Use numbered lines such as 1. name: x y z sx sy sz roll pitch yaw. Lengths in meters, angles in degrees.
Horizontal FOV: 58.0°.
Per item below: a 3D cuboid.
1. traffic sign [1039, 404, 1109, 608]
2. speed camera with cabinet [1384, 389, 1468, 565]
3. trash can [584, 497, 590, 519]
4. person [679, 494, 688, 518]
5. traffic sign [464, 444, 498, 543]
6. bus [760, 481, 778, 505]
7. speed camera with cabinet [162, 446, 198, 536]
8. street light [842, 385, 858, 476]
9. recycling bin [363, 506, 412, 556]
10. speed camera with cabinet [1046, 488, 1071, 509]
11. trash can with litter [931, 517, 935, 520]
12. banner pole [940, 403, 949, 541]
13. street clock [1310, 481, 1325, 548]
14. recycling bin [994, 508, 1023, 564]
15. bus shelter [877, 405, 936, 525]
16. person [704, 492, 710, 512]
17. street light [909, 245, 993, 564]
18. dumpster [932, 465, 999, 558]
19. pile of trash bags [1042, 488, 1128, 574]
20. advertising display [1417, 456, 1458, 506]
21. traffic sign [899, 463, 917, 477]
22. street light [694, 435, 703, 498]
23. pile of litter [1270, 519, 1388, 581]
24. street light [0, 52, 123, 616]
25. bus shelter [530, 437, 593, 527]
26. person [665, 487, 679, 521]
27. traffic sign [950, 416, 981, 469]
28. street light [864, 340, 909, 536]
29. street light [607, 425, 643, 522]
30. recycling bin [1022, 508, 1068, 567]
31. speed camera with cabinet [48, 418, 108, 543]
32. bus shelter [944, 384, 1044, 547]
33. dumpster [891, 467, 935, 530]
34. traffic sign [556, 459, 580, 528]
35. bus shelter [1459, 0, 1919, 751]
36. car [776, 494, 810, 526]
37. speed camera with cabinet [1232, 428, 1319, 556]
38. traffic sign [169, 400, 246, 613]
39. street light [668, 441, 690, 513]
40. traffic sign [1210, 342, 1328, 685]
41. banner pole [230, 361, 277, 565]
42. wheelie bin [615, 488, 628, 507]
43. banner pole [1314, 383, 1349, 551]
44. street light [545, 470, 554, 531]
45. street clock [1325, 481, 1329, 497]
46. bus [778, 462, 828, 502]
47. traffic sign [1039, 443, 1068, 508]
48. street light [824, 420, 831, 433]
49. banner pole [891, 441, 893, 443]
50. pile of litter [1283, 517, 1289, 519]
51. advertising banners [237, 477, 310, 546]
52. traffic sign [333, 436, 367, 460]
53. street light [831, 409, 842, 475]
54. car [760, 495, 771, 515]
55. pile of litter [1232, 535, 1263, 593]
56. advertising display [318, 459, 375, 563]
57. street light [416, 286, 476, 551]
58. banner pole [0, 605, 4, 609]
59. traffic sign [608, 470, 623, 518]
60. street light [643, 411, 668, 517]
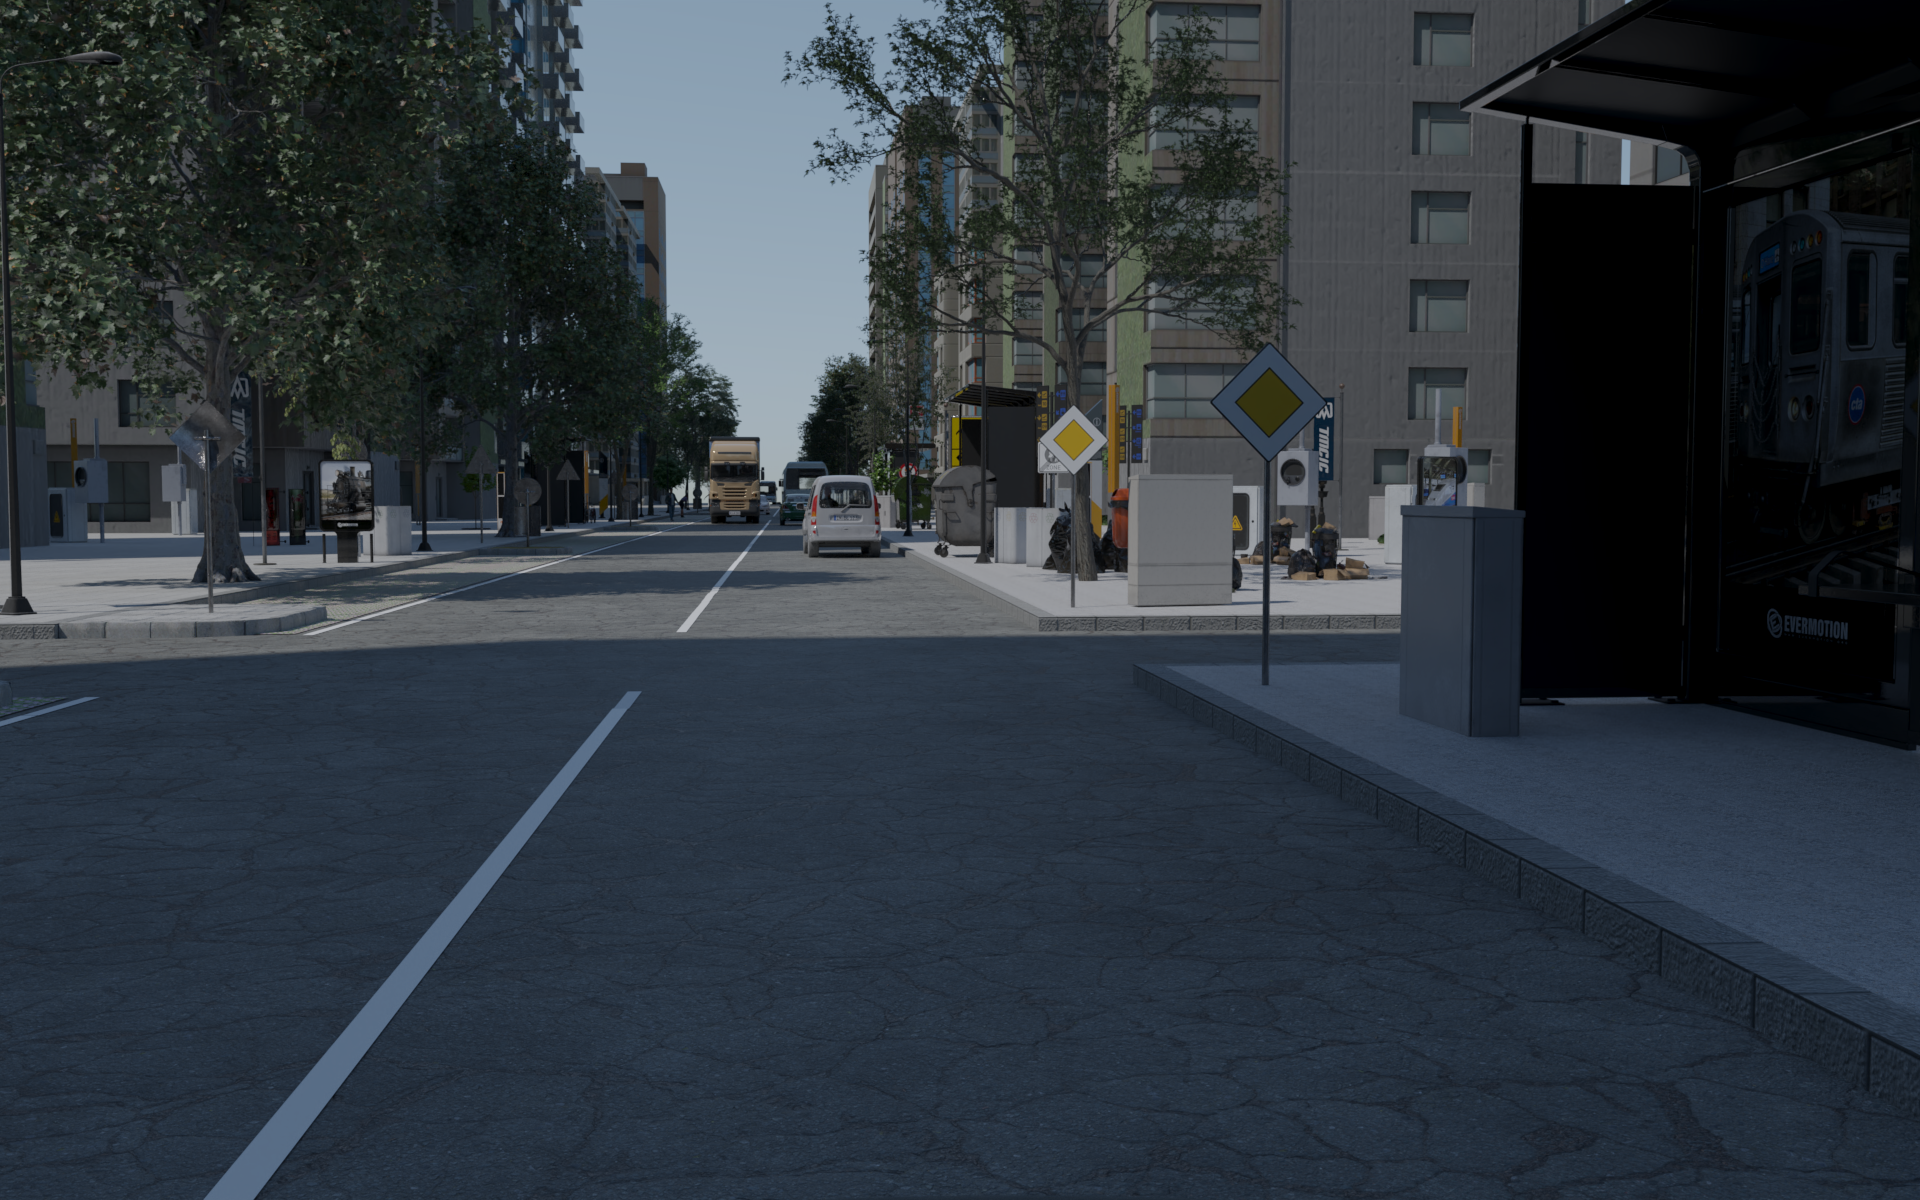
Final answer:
1. traffic sign: 1.273 -0.971 19.515 0.795 2.450 0.064 0 4 -6
2. speed camera with cabinet: 8.635 -2.304 32.000 0.660 3.252 2.038 3 5 45
3. trash can: -18.446 -4.473 84.794 0.748 1.137 0.748 0 3 0
4. person: -16.784 -5.714 105.161 0.421 1.427 0.697 2 4 34
5. traffic sign: -12.465 -2.757 45.079 0.884 2.594 0.081 0 4 4
6. bus: -26.521 -14.898 238.435 2.948 3.499 13.247 0 4 -5
7. speed camera with cabinet: -24.441 -3.663 54.229 0.660 3.252 2.038 -1 4 -11
8. street light: -4.170 -6.190 73.743 1.470 5.913 1.316 0 4 -6
9. recycling bin: -12.017 -1.455 36.339 0.722 1.027 0.722 2 4 27
10. speed camera with cabinet: 2.498 -3.322 48.657 2.038 3.252 0.660 -1 4 -22
11. trash can with litter: -1.912 -4.591 86.125 2.233 1.210 1.678 2 4 34
12. banner pole: -0.357 -3.509 47.384 0.401 3.779 0.863 0 4 -7
13. street clock: 8.361 -2.232 41.057 0.358 2.002 0.471 0 4 4
14. recycling bin: 1.112 -1.198 32.143 0.722 1.027 0.722 -2 4 -31
15. bus shelter: -2.423 -5.977 75.353 2.179 5.291 8.768 0 4 -6
16. person: -20.017 -7.952 139.224 1.217 1.735 0.721 -1 4 -21
17. street light: -0.106 -3.623 31.781 1.470 5.913 1.316 0 4 -6
18. dumpster: 0.120 -1.823 35.569 1.264 1.857 1.865 0 4 -5
19. pile of trash bags: 2.455 -1.129 28.209 1.912 1.369 3.447 0 4 -5
20. advertising display: 8.132 -1.487 29.529 0.974 1.923 0.123 -3 4 -38
21. traffic sign: -2.098 -4.304 70.474 0.768 2.556 0.104 0 4 4
22. street light: -20.988 -10.061 137.036 1.470 5.913 1.316 0 4 -6
23. pile of litter: 5.658 -0.744 26.136 1.719 0.858 1.176 0 4 0
24. street light: -9.498 -2.799 18.307 1.470 5.913 1.316 0 4 -6
25. bus shelter: -16.211 -4.858 70.709 1.731 3.624 6.357 0 4 -5
26. person: -15.074 -4.993 90.483 0.721 1.781 0.623 3 4 36
27. traffic sign: 0.879 -3.122 44.920 2.265 3.308 0.079 0 4 3
28. street light: -2.113 -4.878 52.294 1.470 5.913 1.316 0 4 -6
29. street light: -15.610 -6.578 80.085 1.470 5.913 1.316 0 4 -6
30. recycling bin: 1.647 -1.098 30.507 0.722 1.027 0.722 3 4 36
31. speed camera with cabinet: -23.218 -3.132 45.540 2.038 3.252 0.660 2 4 35
32. bus shelter: 0.754 -2.982 40.044 1.731 3.624 6.357 0 4 -5
33. dumpster: -1.709 -3.702 63.025 1.502 2.255 1.985 0 4 -5
34. traffic sign: -14.680 -3.966 64.843 0.884 2.594 0.081 0 4 1
35. bus shelter: 4.141 -0.992 7.503 1.731 3.624 6.357 0 4 -6
36. car: -7.463 -4.198 80.441 2.131 1.459 4.920 0 4 -6
37. speed camera with cabinet: 6.300 -2.524 35.601 2.038 3.252 0.660 2 4 34
38. traffic sign: -8.079 -0.917 18.627 0.795 2.450 0.064 0 4 -6
39. street light: -19.035 -8.774 116.000 1.470 5.913 1.316 0 4 -6
40. traffic sign: 2.048 -0.485 11.567 0.795 2.450 0.064 0 4 -6
41. banner pole: -12.760 -2.512 31.081 0.863 3.779 0.401 -3 4 -36
42. wheelie bin: -18.034 -5.194 92.824 0.980 1.594 0.693 0 4 8
43. banner pole: 8.428 -3.019 39.378 0.863 3.779 0.401 1 4 22
44. street light: -13.574 -5.313 59.413 1.470 5.913 1.316 0 4 -6
45. street clock: 9.377 -2.467 44.899 0.358 2.002 0.471 0 4 5
46. bus: -9.479 -6.734 104.962 2.948 3.499 13.247 0 4 -6
47. traffic sign: 1.846 -1.964 34.236 0.606 2.300 0.079 0 4 1
48. street light: -7.617 -8.298 108.208 1.470 5.913 1.316 0 4 -6
49. banner pole: -3.377 -5.583 81.293 0.863 3.779 0.401 2 4 31
50. pile of litter: 5.765 -1.076 31.559 1.176 0.858 1.719 -3 4 -38
51. advertising banners: -17.028 -2.850 42.793 0.090 3.025 2.074 2 4 34
52. traffic sign: -13.360 -2.314 37.941 0.768 2.556 0.104 0 4 2
53. street light: -6.122 -7.445 94.261 1.470 5.913 1.316 0 4 -6
54. car: -14.213 -6.644 120.995 2.083 1.381 4.827 0 4 -6
55. pile of litter: 3.184 -0.548 22.925 1.176 0.858 1.719 2 4 32
56. advertising display: -11.403 -1.652 32.219 0.974 1.923 0.123 -1 4 -8
57. street light: -11.500 -4.054 38.821 1.470 5.913 1.316 0 4 -6
58. banner pole: -10.754 -1.779 19.096 0.401 3.779 0.863 -3 4 -38
59. traffic sign: -18.362 -5.628 92.017 0.884 2.594 0.081 0 4 2
60. street light: -17.014 -7.505 95.251 1.470 5.913 1.316 0 4 -6
